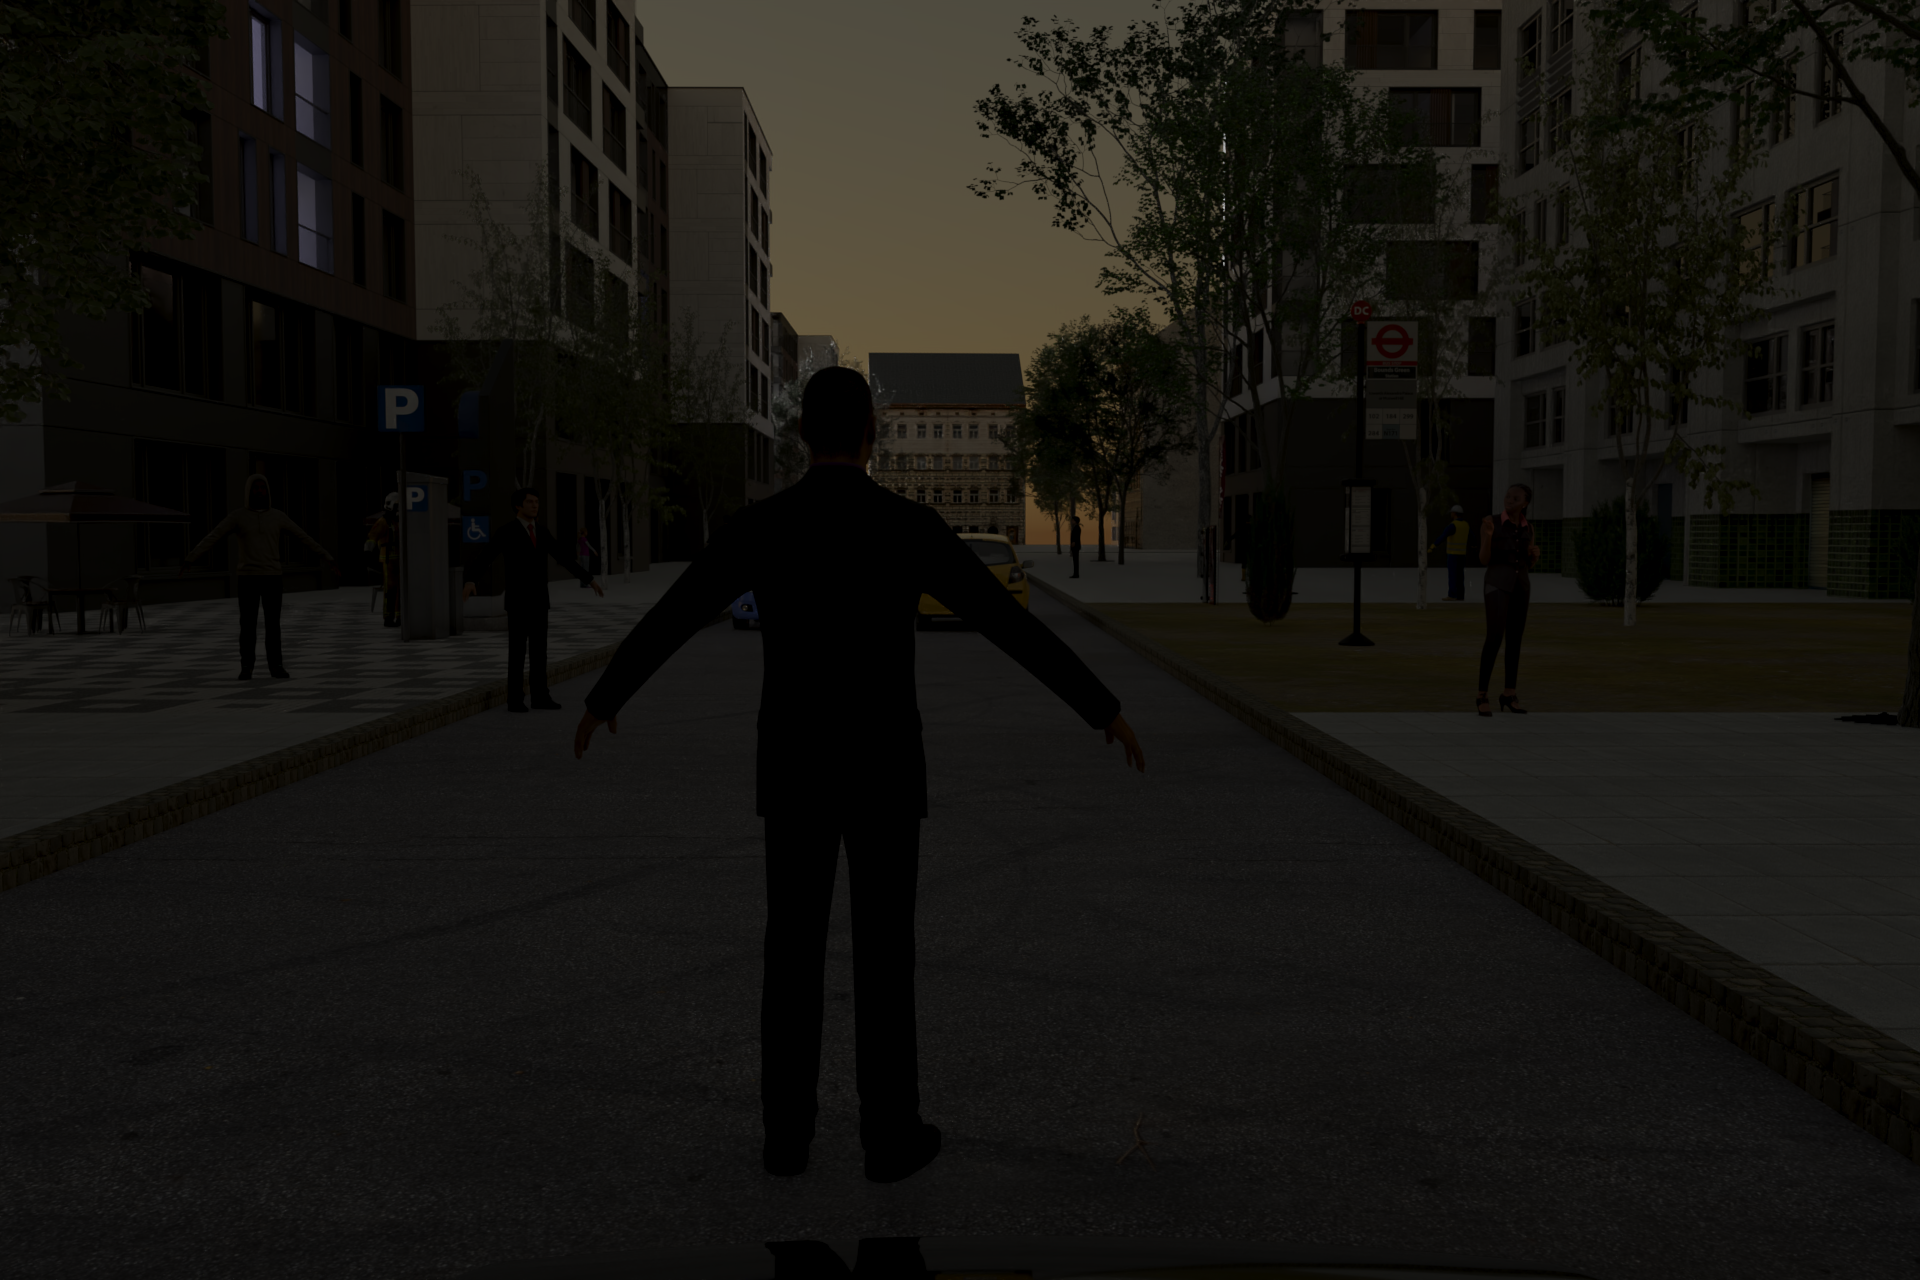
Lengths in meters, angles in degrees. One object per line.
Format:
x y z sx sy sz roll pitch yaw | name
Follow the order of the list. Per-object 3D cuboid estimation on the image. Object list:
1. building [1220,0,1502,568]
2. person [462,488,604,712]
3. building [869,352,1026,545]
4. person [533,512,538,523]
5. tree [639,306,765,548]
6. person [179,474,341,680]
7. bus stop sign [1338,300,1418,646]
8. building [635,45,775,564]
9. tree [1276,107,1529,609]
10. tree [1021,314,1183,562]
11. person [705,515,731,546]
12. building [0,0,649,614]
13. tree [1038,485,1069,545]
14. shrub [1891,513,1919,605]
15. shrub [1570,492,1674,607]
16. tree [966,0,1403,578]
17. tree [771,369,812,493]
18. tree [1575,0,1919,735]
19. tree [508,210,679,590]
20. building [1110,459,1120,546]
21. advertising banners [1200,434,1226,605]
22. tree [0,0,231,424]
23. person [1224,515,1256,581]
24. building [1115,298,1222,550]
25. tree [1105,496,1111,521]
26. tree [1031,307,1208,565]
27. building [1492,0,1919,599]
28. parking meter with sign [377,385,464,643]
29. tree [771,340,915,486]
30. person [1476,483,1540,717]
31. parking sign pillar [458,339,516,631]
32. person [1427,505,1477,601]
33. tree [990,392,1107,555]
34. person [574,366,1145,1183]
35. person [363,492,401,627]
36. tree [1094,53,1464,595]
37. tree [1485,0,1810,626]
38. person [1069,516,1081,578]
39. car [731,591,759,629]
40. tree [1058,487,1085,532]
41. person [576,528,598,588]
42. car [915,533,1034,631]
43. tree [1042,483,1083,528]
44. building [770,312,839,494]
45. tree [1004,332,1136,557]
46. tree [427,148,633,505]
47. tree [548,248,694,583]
25.853 -14.511 81.224 27.936 21.610 32.646 0 3 0 | building
-3.495 -0.332 14.066 0.705 1.806 1.347 3 5 40 | person
-1.926 -22.959 208.766 18.063 23.208 19.493 0 4 -3 | building
-8.416 -1.697 34.467 1.216 1.740 0.721 2 4 28 | person
-8.207 -6.466 56.077 4.360 8.622 3.978 0 3 0 | tree
-6.210 -0.565 15.372 1.348 1.813 0.705 -2 4 -30 | person
4.799 -1.907 19.879 0.855 3.939 0.416 0 4 0 | bus stop sign
-23.797 -14.265 77.200 27.936 21.610 32.646 0 4 -1 | building
8.115 -4.833 29.375 4.360 8.622 3.978 0 3 0 | tree
6.704 -9.484 80.817 9.928 11.665 9.643 0 3 0 | tree
-6.929 -2.790 51.553 1.347 1.837 0.705 0 4 -5 | person
-24.916 -12.204 43.506 27.936 21.610 32.646 0 4 1 | building
11.212 -15.554 204.666 4.737 8.622 4.395 0 3 0 | tree
15.216 -1.354 26.556 1.690 2.028 1.600 0 3 0 | shrub
11.730 -1.633 30.746 1.661 2.075 1.752 0 3 0 | shrub
6.110 -11.838 49.439 12.611 20.169 13.585 0 3 0 | tree
-9.079 -10.043 98.619 8.767 10.594 7.601 0 4 5 | tree
6.602 -5.218 11.069 9.928 11.665 9.643 0 3 0 | tree
-8.132 -5.475 39.878 4.360 8.622 3.978 0 3 0 | tree
21.060 -14.335 176.516 9.099 9.664 28.070 0 3 0 | building
4.597 -2.157 31.454 0.090 3.025 2.074 0 4 -2 | advertising banners
-8.491 -5.753 12.182 7.486 12.596 7.792 0 3 0 | tree
7.824 -2.497 46.958 1.346 1.812 0.704 1 4 13 | person
23.965 -19.507 149.859 19.493 23.208 18.063 0 4 -1 | building
19.014 -15.711 207.243 4.360 8.622 3.978 0 3 0 | tree
6.604 -8.422 72.105 8.767 10.594 7.601 2 4 24 | tree
26.206 -10.726 41.834 16.747 18.905 31.486 0 3 0 | building
-6.539 -1.525 21.198 0.543 3.016 1.738 0 3 0 | parking meter with sign
-8.357 -12.182 109.548 12.009 13.543 11.850 0 3 0 | tree
3.890 -0.291 12.274 0.415 1.643 0.593 2 4 32 | person
-6.374 -2.136 23.398 1.447 3.967 1.447 0 4 0 | parking sign pillar
9.500 -1.668 33.233 1.349 1.833 0.705 -2 4 -34 | person
5.935 -10.642 108.404 7.601 10.594 8.767 2 4 25 | tree
-0.263 0.291 3.920 1.346 1.802 0.704 1 4 10 | person
-7.818 -1.117 24.039 0.705 1.858 1.354 2 4 25 | person
6.681 -6.784 36.671 9.928 11.665 9.643 0 3 0 | tree
9.349 -4.495 23.863 4.737 8.622 4.395 0 3 0 | tree
3.343 -2.707 50.441 0.705 1.806 1.347 0 4 2 | person
-2.576 -1.076 27.183 1.945 1.707 3.694 0 3 0 | car
13.696 -15.841 209.363 4.360 8.622 3.978 0 3 0 | tree
-8.833 -1.939 40.974 0.599 1.433 0.991 -3 4 -39 | person
0.174 -1.027 27.007 2.015 1.641 3.980 0 3 0 | car
6.690 -10.135 116.066 4.737 8.622 4.395 0 3 0 | tree
-27.109 -20.295 175.803 27.936 21.610 32.646 0 4 -1 | building
5.976 -10.983 97.697 7.486 12.596 7.792 0 3 0 | tree
-8.532 -5.077 33.378 4.360 8.622 3.978 0 3 0 | tree
-8.658 -5.767 44.652 4.737 8.622 4.395 0 3 0 | tree
